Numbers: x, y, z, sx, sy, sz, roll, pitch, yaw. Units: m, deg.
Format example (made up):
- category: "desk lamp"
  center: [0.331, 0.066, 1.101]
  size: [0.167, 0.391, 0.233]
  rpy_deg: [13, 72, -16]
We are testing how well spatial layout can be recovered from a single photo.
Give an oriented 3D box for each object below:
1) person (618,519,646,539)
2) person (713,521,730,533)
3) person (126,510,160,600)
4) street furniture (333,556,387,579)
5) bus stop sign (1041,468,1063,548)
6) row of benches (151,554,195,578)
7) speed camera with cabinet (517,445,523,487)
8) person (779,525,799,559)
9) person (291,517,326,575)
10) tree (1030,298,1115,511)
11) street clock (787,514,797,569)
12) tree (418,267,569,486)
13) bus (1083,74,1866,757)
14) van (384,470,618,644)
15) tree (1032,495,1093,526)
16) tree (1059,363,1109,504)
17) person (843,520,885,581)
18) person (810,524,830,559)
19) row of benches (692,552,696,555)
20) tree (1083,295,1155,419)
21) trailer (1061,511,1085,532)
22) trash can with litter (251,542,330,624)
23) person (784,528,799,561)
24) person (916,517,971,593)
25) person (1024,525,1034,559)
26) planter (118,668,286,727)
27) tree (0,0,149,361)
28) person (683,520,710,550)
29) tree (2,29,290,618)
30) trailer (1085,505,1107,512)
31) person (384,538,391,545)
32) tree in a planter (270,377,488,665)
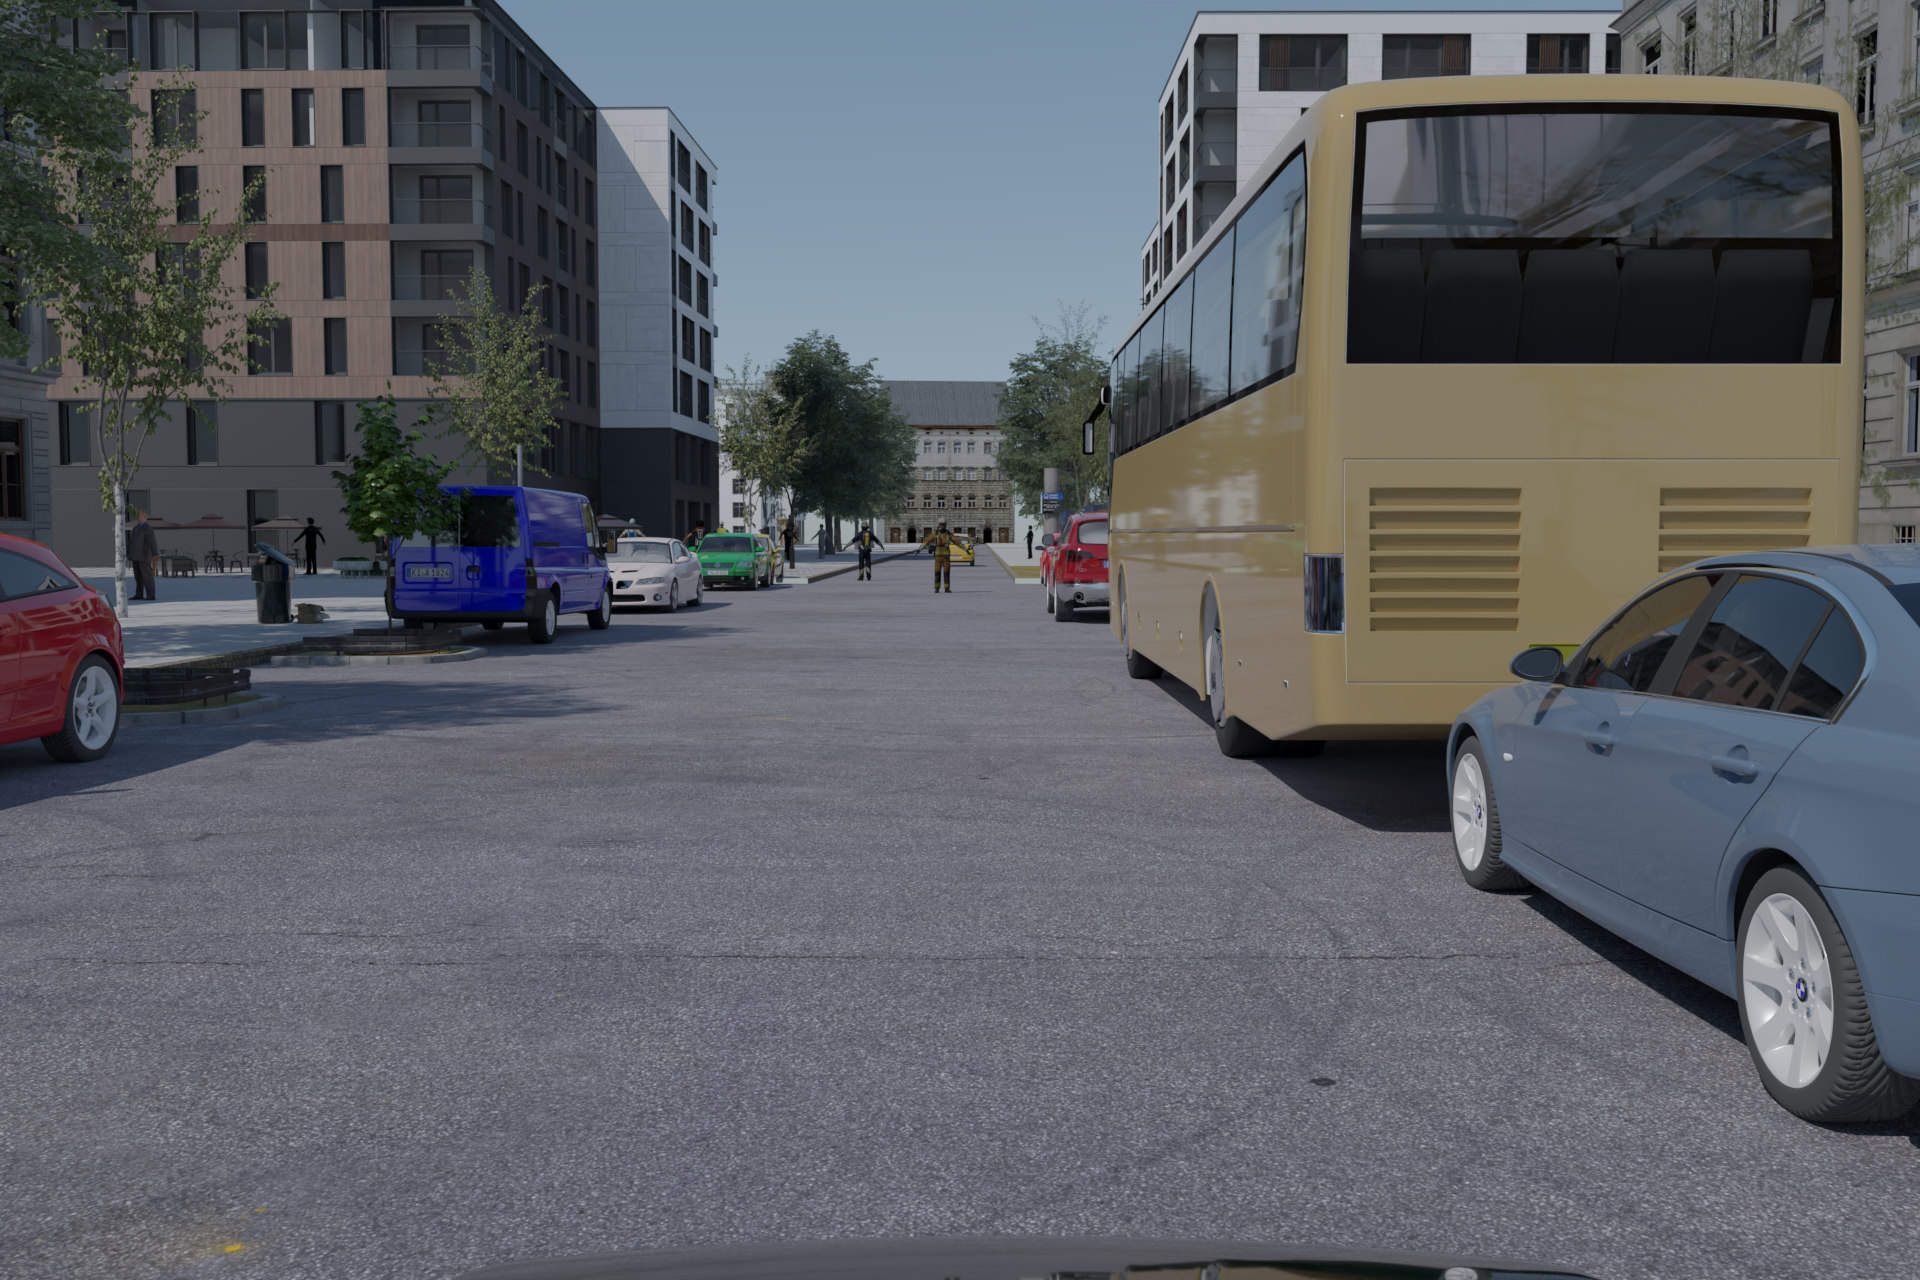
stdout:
- category: "person"
  center: [-12.087, -3.557, 64.014]
  size: [1.347, 1.847, 0.705]
  rpy_deg: [0, 4, 7]
- category: "person"
  center: [-10.132, -4.145, 73.747]
  size: [1.349, 1.833, 0.705]
  rpy_deg: [0, 4, -5]
- category: "person"
  center: [-15.857, -1.648, 33.538]
  size: [0.990, 1.755, 0.434]
  rpy_deg: [2, 4, 34]
- category: "street furniture"
  center: [-13.739, -2.230, 52.091]
  size: [10.072, 0.657, 5.734]
  rpy_deg: [0, 4, -2]
- category: "bus stop sign"
  center: [3.674, -4.909, 69.273]
  size: [0.837, 3.901, 0.837]
  rpy_deg: [0, 4, -1]
- category: "row of benches"
  center: [-23.977, -2.265, 52.503]
  size: [1.422, 0.672, 4.104]
  rpy_deg: [-2, 4, -35]
- category: "speed camera with cabinet"
  center: [-10.013, -2.757, 39.421]
  size: [0.660, 3.252, 2.038]
  rpy_deg: [0, 4, 0]
- category: "person"
  center: [-8.706, -4.990, 87.730]
  size: [0.704, 1.812, 1.346]
  rpy_deg: [3, 5, 44]
- category: "person"
  center: [-20.518, -2.966, 54.687]
  size: [0.705, 1.806, 1.347]
  rpy_deg: [2, 4, 27]
- category: "tree"
  center: [3.846, -6.366, 54.452]
  size: [4.360, 8.622, 3.978]
  rpy_deg: [0, 3, 0]
- category: "street clock"
  center: [-6.178, -3.617, 63.705]
  size: [0.358, 2.002, 0.471]
  rpy_deg: [0, 4, 1]
- category: "tree"
  center: [-12.602, -5.943, 47.534]
  size: [4.737, 8.622, 4.395]
  rpy_deg: [0, 3, 0]
- category: "bus"
  center: [2.859, -1.370, 13.940]
  size: [2.896, 3.916, 12.252]
  rpy_deg: [0, 3, 0]
- category: "van"
  center: [-6.245, -1.215, 24.250]
  size: [2.240, 2.365, 5.245]
  rpy_deg: [0, 4, 0]
- category: "tree"
  center: [14.137, -20.707, 245.206]
  size: [9.857, 13.997, 8.962]
  rpy_deg: [0, 3, 0]
- category: "tree"
  center: [6.360, -7.663, 75.657]
  size: [4.737, 8.622, 4.395]
  rpy_deg: [0, 3, 0]
- category: "person"
  center: [-2.937, -2.756, 53.290]
  size: [1.354, 1.856, 0.705]
  rpy_deg: [-1, 4, -22]
- category: "person"
  center: [-7.188, -5.104, 89.643]
  size: [1.347, 1.806, 0.705]
  rpy_deg: [3, 4, 38]
- category: "row of benches"
  center: [-8.534, -2.808, 61.374]
  size: [4.104, 0.672, 1.422]
  rpy_deg: [-3, 5, -41]
- category: "tree"
  center: [8.627, -7.817, 62.223]
  size: [8.767, 10.594, 7.601]
  rpy_deg: [0, 4, 3]
- category: "trailer"
  center: [3.072, -2.258, 43.960]
  size: [1.471, 1.999, 3.904]
  rpy_deg: [0, 4, 1]
- category: "trash can with litter"
  center: [-9.621, -0.828, 24.919]
  size: [1.055, 1.170, 0.624]
  rpy_deg: [0, 4, 0]
- category: "person"
  center: [-8.150, -4.711, 83.249]
  size: [0.704, 1.802, 1.346]
  rpy_deg: [-2, 4, -34]
- category: "person"
  center: [-0.424, -2.074, 42.139]
  size: [1.354, 1.858, 0.705]
  rpy_deg: [-1, 4, -10]
- category: "person"
  center: [3.514, -5.027, 88.904]
  size: [0.721, 1.740, 1.216]
  rpy_deg: [1, 4, 23]
- category: "planter"
  center: [-6.588, 0.444, 13.880]
  size: [1.991, 0.319, 1.994]
  rpy_deg: [0, 4, 1]
- category: "tree"
  center: [-12.333, -6.069, 17.363]
  size: [7.486, 12.596, 7.792]
  rpy_deg: [0, 3, 0]
- category: "person"
  center: [-9.915, -3.669, 66.126]
  size: [1.345, 1.843, 0.704]
  rpy_deg: [-1, 4, -10]
- category: "tree"
  center: [-12.683, -4.655, 26.464]
  size: [4.737, 8.622, 4.395]
  rpy_deg: [0, 3, 0]
- category: "trailer"
  center: [3.082, -1.744, 35.562]
  size: [1.471, 1.999, 3.904]
  rpy_deg: [0, 4, 0]
- category: "person"
  center: [-20.357, -3.430, 62.209]
  size: [0.705, 1.813, 1.348]
  rpy_deg: [1, 4, 11]
- category: "tree in a planter"
  center: [-6.565, -1.384, 19.857]
  size: [1.991, 3.239, 1.994]
  rpy_deg: [0, 4, 1]
